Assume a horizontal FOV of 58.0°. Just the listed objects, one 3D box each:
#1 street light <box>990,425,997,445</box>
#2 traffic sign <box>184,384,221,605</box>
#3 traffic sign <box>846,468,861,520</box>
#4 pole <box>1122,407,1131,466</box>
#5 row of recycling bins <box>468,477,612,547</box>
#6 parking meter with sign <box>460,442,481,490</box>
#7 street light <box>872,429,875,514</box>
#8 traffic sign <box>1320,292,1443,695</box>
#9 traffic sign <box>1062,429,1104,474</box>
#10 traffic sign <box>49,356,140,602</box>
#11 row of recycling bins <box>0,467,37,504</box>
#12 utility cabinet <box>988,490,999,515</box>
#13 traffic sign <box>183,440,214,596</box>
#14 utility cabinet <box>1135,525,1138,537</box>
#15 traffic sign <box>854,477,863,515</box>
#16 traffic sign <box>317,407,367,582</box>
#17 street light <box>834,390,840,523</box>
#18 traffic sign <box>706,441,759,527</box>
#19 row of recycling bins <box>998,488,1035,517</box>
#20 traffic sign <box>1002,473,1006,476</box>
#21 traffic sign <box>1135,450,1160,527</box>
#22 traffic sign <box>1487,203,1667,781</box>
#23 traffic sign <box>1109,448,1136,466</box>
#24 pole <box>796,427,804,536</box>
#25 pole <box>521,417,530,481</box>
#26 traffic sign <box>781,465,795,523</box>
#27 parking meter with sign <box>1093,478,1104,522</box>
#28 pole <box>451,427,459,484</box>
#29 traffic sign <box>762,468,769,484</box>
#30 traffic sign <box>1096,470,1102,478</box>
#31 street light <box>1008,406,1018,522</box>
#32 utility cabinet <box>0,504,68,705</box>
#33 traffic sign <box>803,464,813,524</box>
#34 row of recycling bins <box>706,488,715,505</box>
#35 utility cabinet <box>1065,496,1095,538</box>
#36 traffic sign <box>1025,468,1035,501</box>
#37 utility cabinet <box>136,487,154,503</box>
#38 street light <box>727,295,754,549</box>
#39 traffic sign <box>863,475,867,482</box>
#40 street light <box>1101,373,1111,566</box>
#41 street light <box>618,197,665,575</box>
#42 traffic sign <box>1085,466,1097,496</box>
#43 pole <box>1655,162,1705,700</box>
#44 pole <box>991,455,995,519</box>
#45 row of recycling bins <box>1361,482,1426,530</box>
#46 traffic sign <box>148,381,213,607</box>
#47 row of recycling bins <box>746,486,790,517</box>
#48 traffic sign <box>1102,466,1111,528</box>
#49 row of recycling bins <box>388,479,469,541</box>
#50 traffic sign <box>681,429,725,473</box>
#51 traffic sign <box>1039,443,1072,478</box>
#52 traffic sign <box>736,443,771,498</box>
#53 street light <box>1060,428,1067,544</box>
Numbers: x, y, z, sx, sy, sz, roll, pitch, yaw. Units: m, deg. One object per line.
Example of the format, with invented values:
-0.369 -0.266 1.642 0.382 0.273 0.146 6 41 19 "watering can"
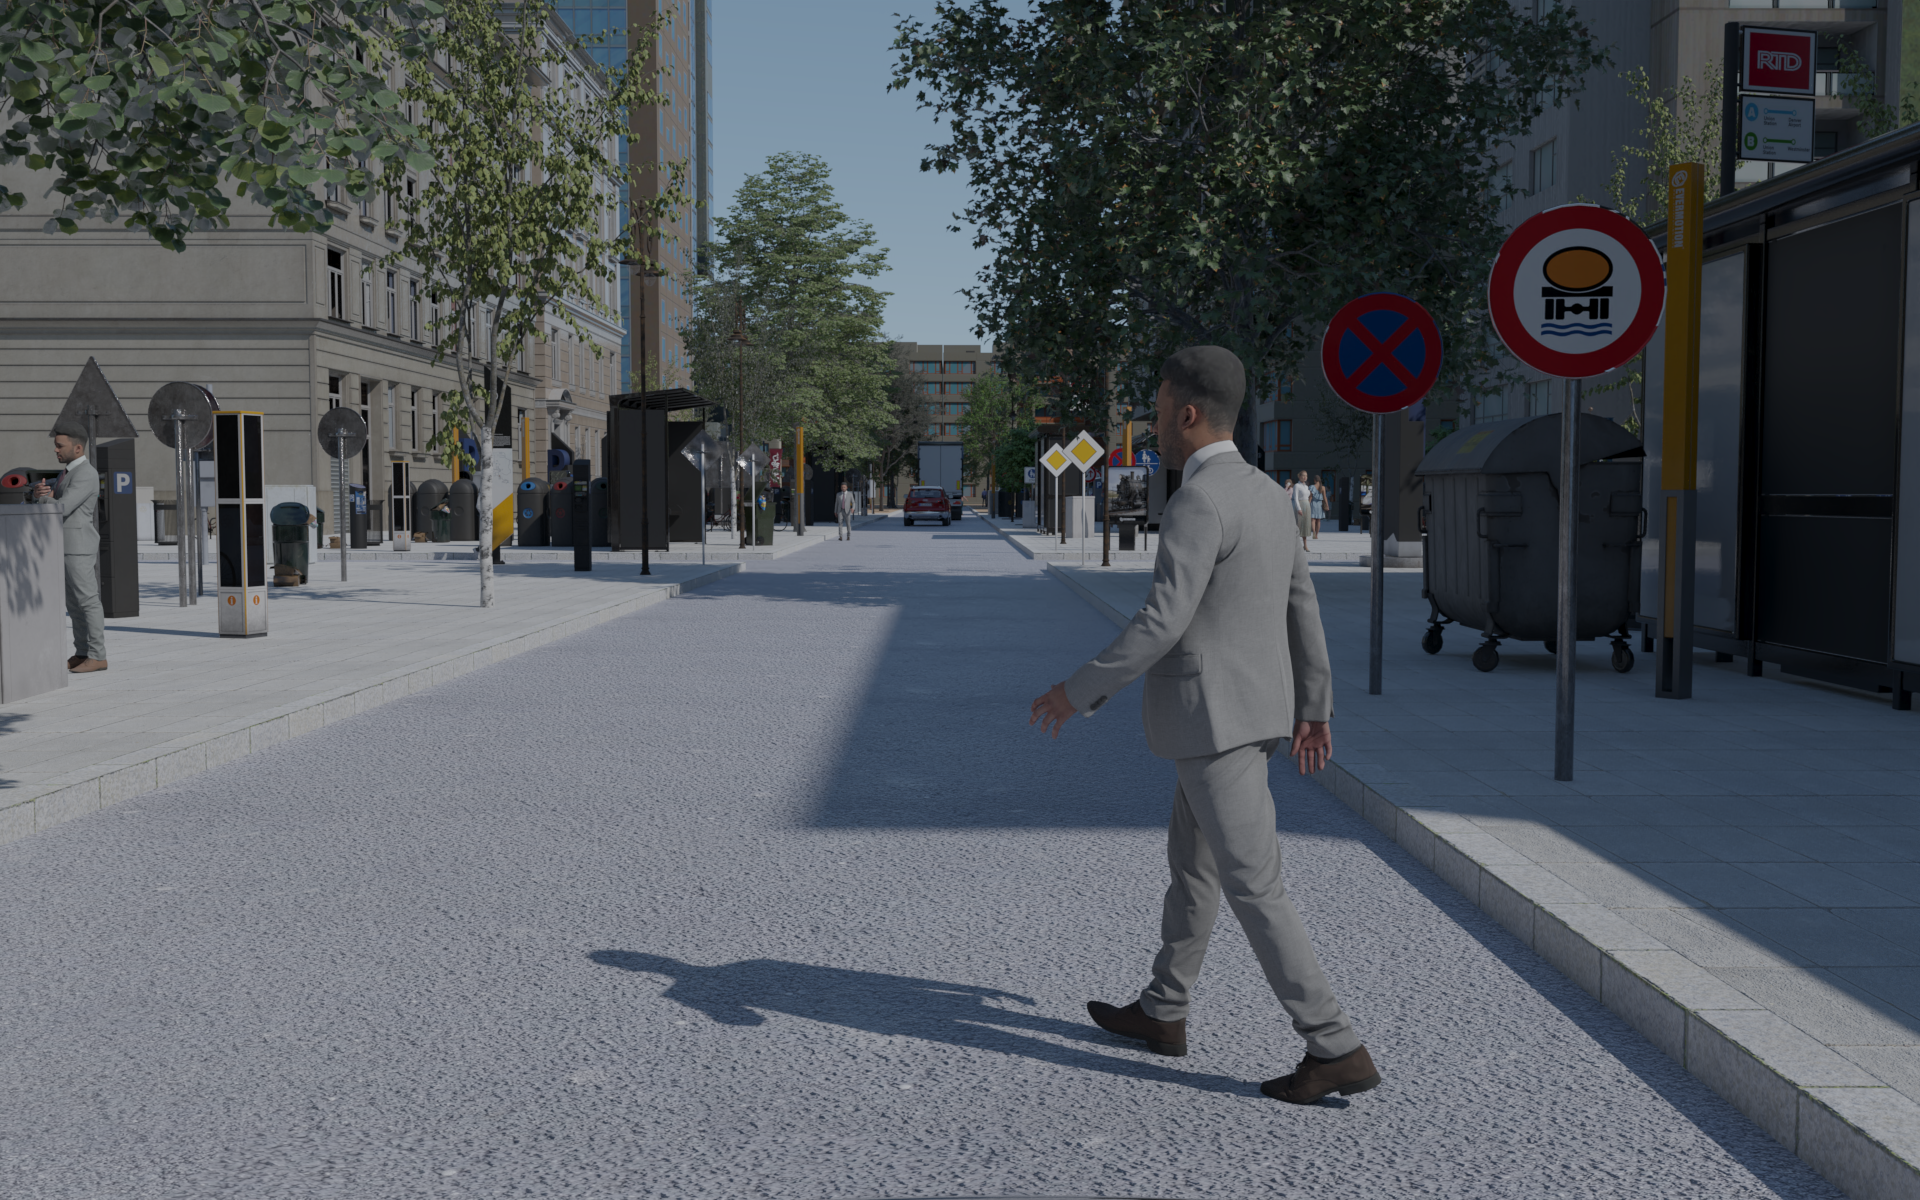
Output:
2.233 -8.623 113.779 0.468 5.910 1.993 0 4 0 "street light"
-8.882 -1.215 19.978 0.768 2.556 0.104 0 4 7 "traffic sign"
-5.231 -5.183 84.851 0.768 2.556 0.104 0 4 5 "traffic sign"
3.901 -2.857 40.548 0.158 3.312 0.155 0 3 0 "pole"
-10.071 -2.160 42.435 3.534 1.692 1.069 0 4 6 "row of recycling bins"
-16.257 -3.801 58.406 0.543 3.016 1.738 3 4 37 "parking meter with sign"
-5.547 -8.452 110.971 0.468 5.910 1.993 0 4 0 "street light"
2.663 -0.668 11.023 0.768 2.556 0.104 0 4 2 "traffic sign"
2.249 -1.777 31.241 0.795 2.593 0.064 0 4 0 "traffic sign"
-8.181 -1.000 16.361 0.884 2.594 0.081 0 4 4 "traffic sign"
-14.802 -1.184 26.463 3.534 1.692 1.069 -1 4 -15 "row of recycling bins"
2.321 -6.012 106.981 1.173 1.500 0.318 -1 4 -20 "utility cabinet"
-9.596 -1.205 21.827 0.606 2.300 0.079 0 4 7 "traffic sign"
5.124 -2.650 52.007 0.318 1.500 1.173 0 4 -1 "utility cabinet"
-6.126 -6.256 104.417 0.606 2.300 0.079 0 4 1 "traffic sign"
-9.037 -1.543 25.331 0.768 2.556 0.104 0 4 8 "traffic sign"
-5.359 -6.284 75.524 0.468 5.910 1.993 0 4 0 "street light"
-8.825 -4.436 66.398 2.265 3.308 0.079 0 4 3 "traffic sign"
3.892 -5.482 96.738 3.534 1.692 1.069 0 4 -3 "row of recycling bins"
2.783 -6.142 100.534 0.768 2.556 0.104 0 4 4 "traffic sign"
5.320 -3.023 49.536 0.768 2.556 0.104 0 4 8 "traffic sign"
2.709 -0.464 7.694 0.768 2.556 0.104 0 4 5 "traffic sign"
4.461 -2.910 47.686 0.768 2.556 0.104 0 4 8 "traffic sign"
-4.880 -3.607 52.819 0.158 3.312 0.155 0 3 0 "pole"
-11.557 -3.197 46.117 0.158 3.312 0.155 0 3 0 "pole"
-7.536 -4.722 77.204 0.884 2.594 0.081 1 4 8 "traffic sign"
6.252 -5.140 80.298 0.543 3.016 1.738 -2 4 -27 "parking meter with sign"
-14.926 -3.511 51.244 0.158 3.312 0.155 0 3 0 "pole"
-7.507 -4.050 68.350 0.606 2.300 0.079 0 4 3 "traffic sign"
6.982 -5.484 89.777 0.768 2.556 0.104 0 4 6 "traffic sign"
2.396 -6.499 79.039 0.468 5.910 1.993 0 4 0 "street light"
-6.036 0.009 11.008 0.306 1.237 1.020 0 4 -7 "utility cabinet"
-6.583 -4.463 73.069 0.768 2.556 0.104 1 4 8 "traffic sign"
-12.833 -4.588 82.125 3.534 1.692 1.069 1 4 8 "row of recycling bins"
3.505 -2.414 50.636 0.306 1.237 1.020 3 5 43 "utility cabinet"
2.756 -3.899 65.883 0.606 2.300 0.079 0 4 2 "traffic sign"
-25.034 -2.675 52.411 1.173 1.500 0.318 -2 4 -24 "utility cabinet"
-5.110 -4.139 40.468 0.468 5.910 1.993 0 4 0 "street light"
-6.295 -6.756 110.560 0.768 2.556 0.104 0 3 0 "traffic sign"
2.590 -3.535 30.587 0.468 5.910 1.993 0 4 0 "street light"
-4.995 -3.335 27.321 0.468 5.910 1.993 0 4 0 "street light"
5.687 -4.698 76.916 0.768 2.556 0.104 0 4 7 "traffic sign"
4.493 -1.037 10.805 0.158 3.312 0.155 0 3 0 "pole"
1.745 -5.918 90.599 0.158 3.312 0.155 0 3 0 "pole"
15.794 -3.282 60.771 3.534 1.692 1.069 2 4 32 "row of recycling bins"
-8.821 -1.192 19.593 0.768 2.556 0.104 0 4 6 "traffic sign"
-9.755 -4.863 86.629 3.534 1.692 1.069 2 4 32 "row of recycling bins"
5.402 -3.688 62.432 0.606 2.300 0.079 0 4 1 "traffic sign"
-13.951 -2.466 47.434 3.534 1.692 1.069 0 4 5 "row of recycling bins"
-4.645 -1.776 31.222 0.795 2.593 0.064 0 4 0 "traffic sign"
2.203 -2.265 39.226 0.795 2.593 0.064 0 4 0 "traffic sign"
-4.691 -2.264 39.207 0.795 2.593 0.064 0 4 0 "traffic sign"
2.650 -4.374 44.299 0.468 5.910 1.993 0 4 0 "street light"
